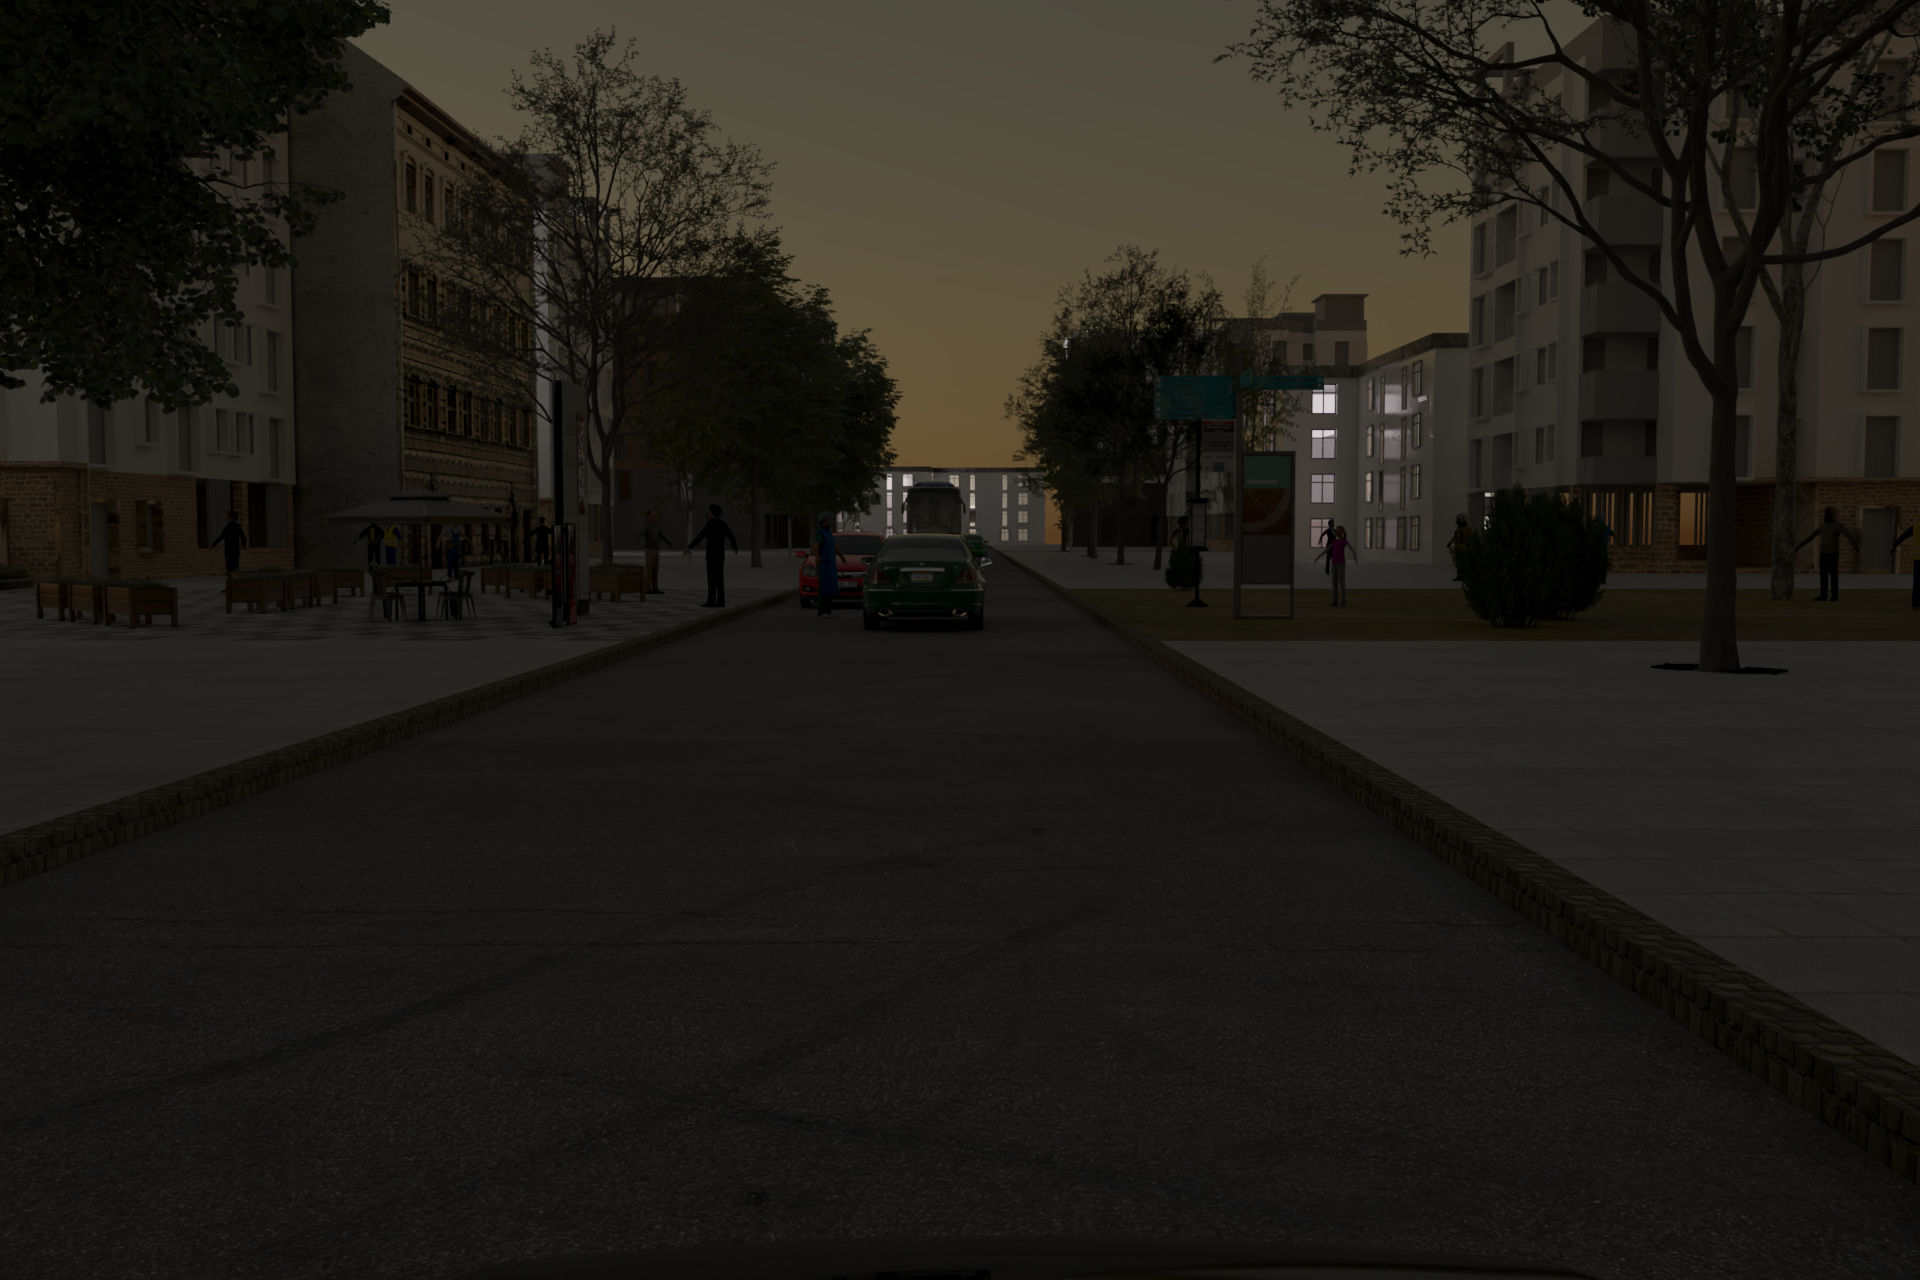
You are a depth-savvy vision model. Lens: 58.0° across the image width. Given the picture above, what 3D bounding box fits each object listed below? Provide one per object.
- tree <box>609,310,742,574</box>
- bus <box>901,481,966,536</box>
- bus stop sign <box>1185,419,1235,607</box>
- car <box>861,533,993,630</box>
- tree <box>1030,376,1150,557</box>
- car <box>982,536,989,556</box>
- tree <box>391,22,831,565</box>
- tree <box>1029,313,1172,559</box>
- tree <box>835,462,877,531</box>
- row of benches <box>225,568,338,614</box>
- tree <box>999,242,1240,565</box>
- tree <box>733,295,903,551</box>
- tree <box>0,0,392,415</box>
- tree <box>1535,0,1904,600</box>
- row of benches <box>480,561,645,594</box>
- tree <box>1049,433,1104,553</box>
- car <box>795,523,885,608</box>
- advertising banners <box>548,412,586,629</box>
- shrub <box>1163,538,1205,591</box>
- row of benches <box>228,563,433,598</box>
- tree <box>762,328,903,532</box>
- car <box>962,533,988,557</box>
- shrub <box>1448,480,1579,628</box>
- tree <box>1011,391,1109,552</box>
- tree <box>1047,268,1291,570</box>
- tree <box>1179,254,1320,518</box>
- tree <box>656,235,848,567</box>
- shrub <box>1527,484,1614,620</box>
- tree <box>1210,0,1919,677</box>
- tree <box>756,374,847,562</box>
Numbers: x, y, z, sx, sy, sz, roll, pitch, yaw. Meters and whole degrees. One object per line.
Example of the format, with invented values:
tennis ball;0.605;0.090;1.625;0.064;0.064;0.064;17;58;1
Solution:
tree;-8.819;-6.431;55.513;4.737;8.622;4.395;0;3;0
bus;-1.191;-5.606;83.202;2.896;3.916;12.251;0;4;0
bus stop sign;4.403;-2.554;30.458;0.855;3.939;0.416;0;4;0
car;-0.534;-0.948;27.305;2.131;1.459;4.920;0;4;0
tree;7.540;-10.554;98.313;9.928;11.665;9.643;0;3;0
car;0.920;-6.180;113.630;1.945;1.354;3.894;0;4;0
tree;-8.838;-8.092;42.666;12.009;13.543;11.850;0;3;0
tree;7.119;-10.436;88.758;7.486;12.596;7.792;0;3;0
tree;-8.519;-10.606;123.762;4.360;8.622;3.978;0;3;0
row of benches;-11.595;-0.870;29.684;1.422;0.672;4.104;0;4;-3
tree;6.869;-9.903;72.289;12.009;13.543;11.850;0;3;0
tree;-7.691;-11.333;91.951;9.857;13.997;8.962;0;3;0
tree;-8.967;-6.530;13.426;9.857;13.997;8.962;0;3;0
tree;14.749;-10.888;33.906;12.611;20.169;13.585;0;3;0
row of benches;-8.867;-1.414;38.577;1.422;0.672;4.104;3;5;42
tree;7.656;-10.214;117.364;4.737;8.622;4.395;0;3;0
car;-2.204;-1.580;34.879;2.155;1.783;4.494;0;4;0
advertising banners;-5.492;-1.723;24.357;0.090;3.025;2.074;0;4;1
shrub;5.064;-1.715;39.159;1.383;1.207;1.383;0;3;0
row of benches;-12.752;-1.224;35.483;4.104;0.672;1.422;-3;4;-38
tree;-8.277;-12.263;107.150;9.857;13.997;8.962;0;3;0
car;0.516;-5.119;92.493;1.959;1.807;4.718;0;4;1
shrub;7.621;-1.188;23.840;1.690;2.028;1.600;0;3;0
tree;7.545;-12.167;124.684;9.928;11.665;9.643;0;3;0
tree;7.183;-7.773;61.503;8.767;10.594;7.601;-1;4;-21
tree;7.337;-5.859;46.165;4.360;8.622;3.978;0;3;0
tree;-7.911;-9.041;65.948;7.486;12.596;7.792;0;3;0
shrub;8.907;-1.319;25.993;1.690;2.028;1.600;0;3;0
tree;6.986;-6.442;15.692;12.009;13.543;11.850;0;3;0
tree;-8.072;-7.929;80.008;4.360;8.622;3.978;0;3;0
